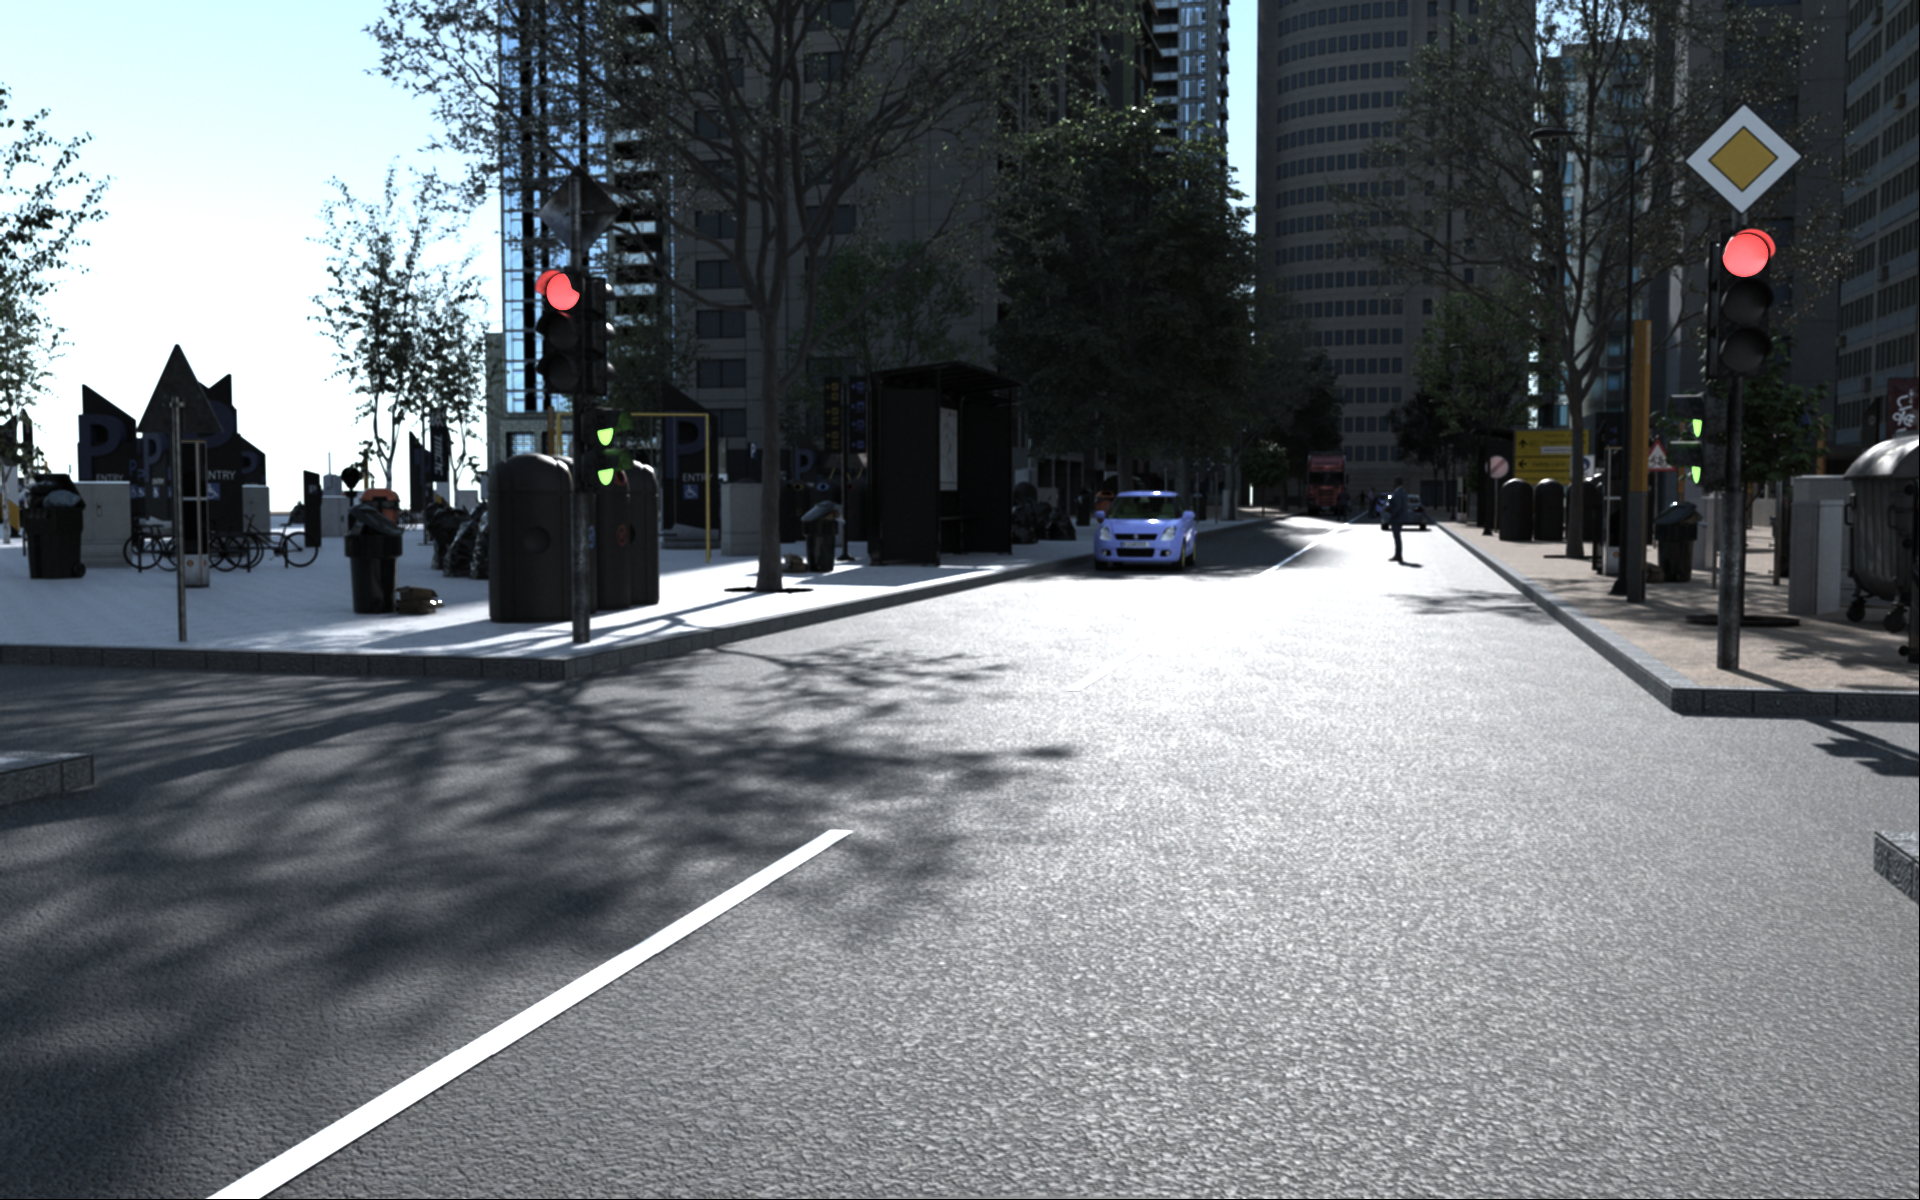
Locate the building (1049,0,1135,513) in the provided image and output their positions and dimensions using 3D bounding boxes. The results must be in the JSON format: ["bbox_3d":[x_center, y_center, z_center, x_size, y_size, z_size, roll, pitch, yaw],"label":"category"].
[{"bbox_3d":[4.012,-26.683,119.864,14.154,41.232,14.086,1,4,14],"label":"building"}]

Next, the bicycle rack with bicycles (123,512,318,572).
[{"bbox_3d":[-12.741,-0.977,29.360,2.925,0.926,2.852,0,4,-1],"label":"bicycle rack with bicycles"}]

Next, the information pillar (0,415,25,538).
[{"bbox_3d":[-28.018,-3.652,51.068,0.504,3.616,0.183,0,4,-7],"label":"information pillar"}]

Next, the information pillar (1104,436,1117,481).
[{"bbox_3d":[5.473,-4.380,62.964,0.504,3.616,0.183,-1,4,-13],"label":"information pillar"}]

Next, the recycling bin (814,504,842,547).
[{"bbox_3d":[-3.168,-1.805,42.072,0.722,1.027,0.722,0,4,-5],"label":"recycling bin"}]

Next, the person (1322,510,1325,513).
[{"bbox_3d":[27.293,-7.432,130.021,0.705,1.824,1.348,1,4,22],"label":"person"}]

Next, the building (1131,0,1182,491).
[{"bbox_3d":[3.313,-30.078,146.406,28.867,44.769,22.147,1,4,14],"label":"building"}]

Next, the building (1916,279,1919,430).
[{"bbox_3d":[31.451,-23.744,38.318,14.600,45.320,14.200,1,4,14],"label":"building"}]

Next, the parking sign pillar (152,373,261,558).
[{"bbox_3d":[-15.431,-2.873,35.453,1.447,3.967,1.447,3,5,44],"label":"parking sign pillar"}]

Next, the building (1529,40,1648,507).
[{"bbox_3d":[75.171,-34.379,181.710,30.456,49.044,23.786,1,4,14],"label":"building"}]

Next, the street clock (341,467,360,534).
[{"bbox_3d":[-16.241,-2.548,46.233,0.471,2.002,0.358,0,4,-7],"label":"street clock"}]

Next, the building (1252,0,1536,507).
[{"bbox_3d":[46.461,-39.482,187.524,28.212,58.520,21.231,1,4,14],"label":"building"}]

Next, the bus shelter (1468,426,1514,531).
[{"bbox_3d":[19.455,-4.382,62.921,1.731,3.624,6.357,1,4,14],"label":"bus shelter"}]

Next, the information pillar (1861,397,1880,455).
[{"bbox_3d":[22.096,-3.102,42.071,0.183,3.616,0.504,-1,4,-12],"label":"information pillar"}]

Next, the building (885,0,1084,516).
[{"bbox_3d":[-3.442,-40.576,101.671,20.563,71.187,20.611,1,4,14],"label":"building"}]

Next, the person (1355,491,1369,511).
[{"bbox_3d":[33.335,-8.199,143.374,1.217,1.723,0.721,1,4,21],"label":"person"}]

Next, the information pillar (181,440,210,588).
[{"bbox_3d":[-10.506,-1.176,23.723,0.304,2.012,0.304,0,4,-3],"label":"information pillar"}]

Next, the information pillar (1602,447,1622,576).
[{"bbox_3d":[10.262,-1.384,27.124,0.304,2.012,0.304,1,4,10],"label":"information pillar"}]

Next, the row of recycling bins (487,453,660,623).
[{"bbox_3d":[-4.185,-0.719,18.862,1.069,1.692,3.534,1,4,9],"label":"row of recycling bins"}]

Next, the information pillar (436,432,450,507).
[{"bbox_3d":[-18.235,-4.268,61.131,0.504,3.616,0.183,-1,4,-12],"label":"information pillar"}]

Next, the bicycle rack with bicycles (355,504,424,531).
[{"bbox_3d":[-20.228,-2.958,61.737,2.925,0.926,2.852,3,5,44],"label":"bicycle rack with bicycles"}]

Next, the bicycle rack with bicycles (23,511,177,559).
[{"bbox_3d":[-18.332,-1.439,36.906,2.852,0.926,2.925,0,4,7],"label":"bicycle rack with bicycles"}]

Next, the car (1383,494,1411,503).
[{"bbox_3d":[26.131,-5.651,102.616,2.015,1.641,3.980,1,4,13],"label":"car"}]

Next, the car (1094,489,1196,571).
[{"bbox_3d":[3.621,-1.469,33.606,1.945,1.707,3.694,1,4,12],"label":"car"}]

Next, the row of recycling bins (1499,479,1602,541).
[{"bbox_3d":[16.709,-2.489,47.809,3.534,1.692,1.069,0,4,-3],"label":"row of recycling bins"}]

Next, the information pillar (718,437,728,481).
[{"bbox_3d":[-9.652,-4.850,70.645,0.504,3.616,0.183,3,5,39],"label":"information pillar"}]

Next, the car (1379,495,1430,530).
[{"bbox_3d":[17.968,-3.550,70.050,2.014,1.417,4.499,1,4,15],"label":"car"}]

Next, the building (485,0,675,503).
[{"bbox_3d":[-26.017,-51.288,151.226,31.000,86.520,22.319,1,4,14],"label":"building"}]

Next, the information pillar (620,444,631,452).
[{"bbox_3d":[-15.189,-5.336,78.598,0.504,3.616,0.183,0,4,-6],"label":"information pillar"}]

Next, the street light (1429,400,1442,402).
[{"bbox_3d":[23.848,-6.912,85.549,1.470,5.913,1.316,1,4,14],"label":"street light"}]

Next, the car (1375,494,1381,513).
[{"bbox_3d":[32.616,-7.491,132.263,2.009,1.686,4.222,1,4,15],"label":"car"}]

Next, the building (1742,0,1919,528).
[{"bbox_3d":[46.946,-22.666,62.474,32.217,40.220,23.993,1,4,14],"label":"building"}]

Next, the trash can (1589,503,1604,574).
[{"bbox_3d":[10.473,-0.987,27.786,0.748,1.137,0.748,0,3,0],"label":"trash can"}]

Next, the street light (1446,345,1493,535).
[{"bbox_3d":[15.917,-4.978,53.934,1.470,5.913,1.316,1,4,14],"label":"street light"}]

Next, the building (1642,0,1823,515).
[{"bbox_3d":[50.572,-34.048,98.688,21.231,58.520,28.212,1,4,14],"label":"building"}]

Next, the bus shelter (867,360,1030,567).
[{"bbox_3d":[-0.119,-2.594,33.699,1.731,3.624,6.357,1,4,14],"label":"bus shelter"}]

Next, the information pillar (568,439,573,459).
[{"bbox_3d":[-15.613,-4.799,69.819,0.504,3.616,0.183,3,5,43],"label":"information pillar"}]

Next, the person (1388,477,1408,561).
[{"bbox_3d":[9.380,-1.737,37.082,0.419,1.800,0.721,1,4,19],"label":"person"}]

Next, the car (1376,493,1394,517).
[{"bbox_3d":[27.365,-6.162,110.334,1.945,1.707,3.694,1,4,13],"label":"car"}]

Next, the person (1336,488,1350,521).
[{"bbox_3d":[20.212,-5.048,91.478,0.683,1.767,0.568,0,4,2],"label":"person"}]

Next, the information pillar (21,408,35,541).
[{"bbox_3d":[-25.530,-3.433,47.486,0.183,3.616,0.504,0,4,-6],"label":"information pillar"}]

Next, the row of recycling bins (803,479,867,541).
[{"bbox_3d":[-3.245,-2.463,47.391,3.534,1.692,1.069,1,4,20],"label":"row of recycling bins"}]

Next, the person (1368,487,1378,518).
[{"bbox_3d":[24.611,-5.785,102.959,0.599,1.838,0.709,3,4,37],"label":"person"}]

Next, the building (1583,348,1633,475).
[{"bbox_3d":[59.467,-49.749,126.072,22.319,86.520,31.000,1,4,14],"label":"building"}]

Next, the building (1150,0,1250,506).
[{"bbox_3d":[17.002,-53.920,194.261,31.000,86.520,22.319,1,4,14],"label":"building"}]

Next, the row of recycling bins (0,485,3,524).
[{"bbox_3d":[-41.904,-4.096,74.089,1.069,1.692,3.534,1,4,10],"label":"row of recycling bins"}]

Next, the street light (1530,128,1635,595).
[{"bbox_3d":[7.933,-3.028,22.057,1.470,5.913,1.316,1,4,14],"label":"street light"}]

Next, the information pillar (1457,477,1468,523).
[{"bbox_3d":[22.029,-4.370,75.946,0.304,2.012,0.304,-2,4,-24],"label":"information pillar"}]

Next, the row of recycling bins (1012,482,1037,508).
[{"bbox_3d":[0.812,-3.092,57.669,3.534,1.692,1.069,0,4,0],"label":"row of recycling bins"}]

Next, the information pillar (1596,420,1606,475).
[{"bbox_3d":[20.295,-3.887,54.907,0.183,3.616,0.504,3,5,44],"label":"information pillar"}]

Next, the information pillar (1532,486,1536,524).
[{"bbox_3d":[20.584,-4.341,62.325,0.504,3.616,0.183,-2,4,-33],"label":"information pillar"}]

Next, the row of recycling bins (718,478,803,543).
[{"bbox_3d":[-5.974,-2.312,44.916,3.534,1.692,1.069,-2,4,-29],"label":"row of recycling bins"}]

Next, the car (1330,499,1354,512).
[{"bbox_3d":[30.986,-7.881,140.854,2.014,1.417,4.499,1,4,13],"label":"car"}]
